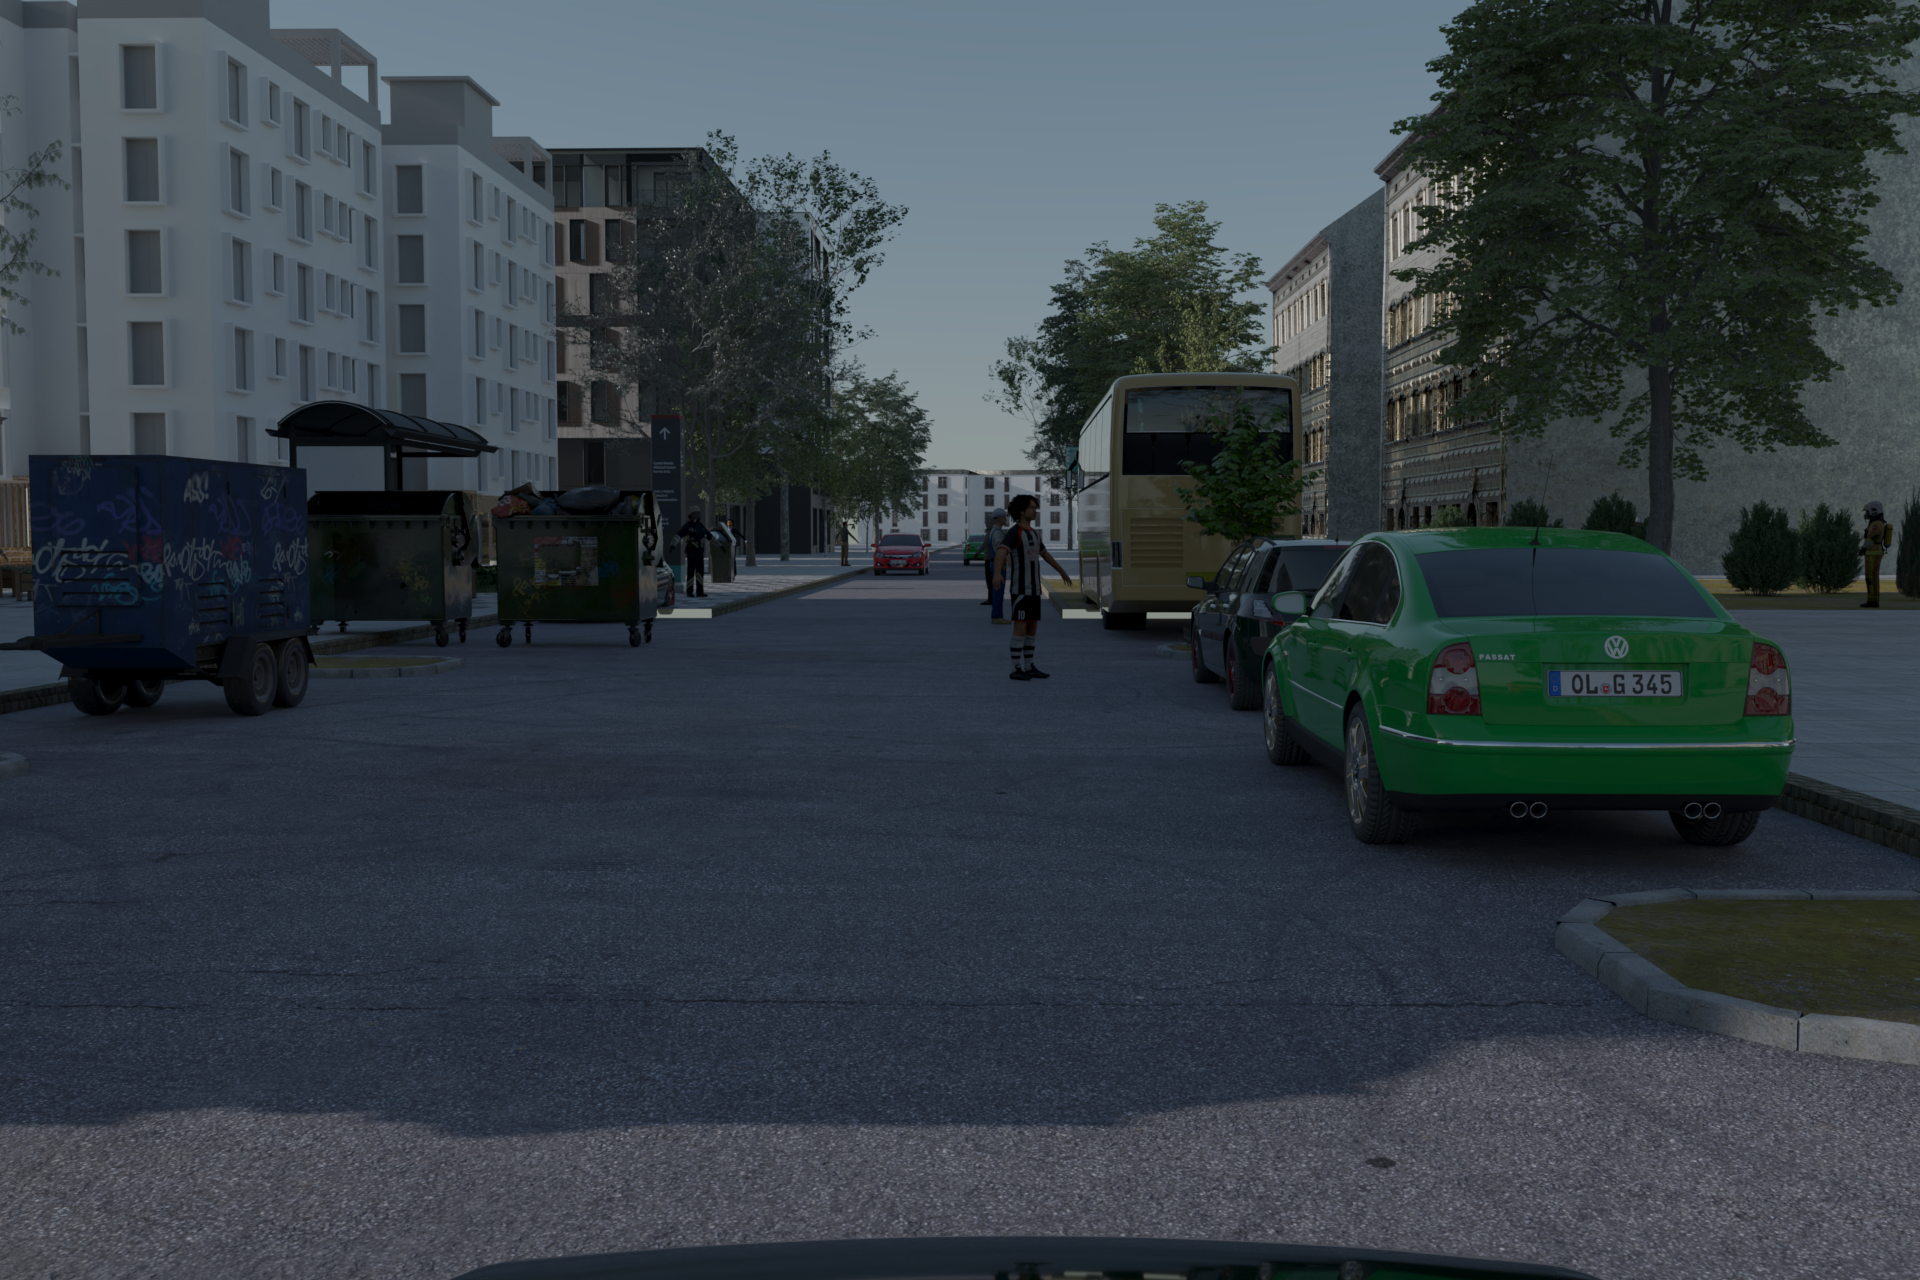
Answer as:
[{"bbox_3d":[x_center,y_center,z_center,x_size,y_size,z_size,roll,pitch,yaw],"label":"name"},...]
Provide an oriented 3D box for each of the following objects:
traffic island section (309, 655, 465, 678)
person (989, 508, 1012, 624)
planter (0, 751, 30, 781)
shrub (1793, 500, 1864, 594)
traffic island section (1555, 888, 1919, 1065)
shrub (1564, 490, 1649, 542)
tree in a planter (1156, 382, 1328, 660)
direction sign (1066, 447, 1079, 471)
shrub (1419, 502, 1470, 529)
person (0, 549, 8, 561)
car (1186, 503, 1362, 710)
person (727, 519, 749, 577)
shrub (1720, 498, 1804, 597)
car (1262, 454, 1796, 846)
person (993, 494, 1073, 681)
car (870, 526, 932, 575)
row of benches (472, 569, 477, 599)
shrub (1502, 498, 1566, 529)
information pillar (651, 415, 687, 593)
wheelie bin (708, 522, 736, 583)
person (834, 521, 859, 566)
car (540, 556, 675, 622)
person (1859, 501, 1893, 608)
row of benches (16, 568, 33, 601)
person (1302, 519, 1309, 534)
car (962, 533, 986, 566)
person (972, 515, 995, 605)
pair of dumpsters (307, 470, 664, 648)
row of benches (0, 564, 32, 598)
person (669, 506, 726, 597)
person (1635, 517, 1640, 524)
[{"bbox_3d":[-6.336,0.285,18.205,1.991,0.108,1.994,0,4,2],"label":"traffic island section"},{"bbox_3d":[0.647,-1.181,27.617,0.705,1.847,1.347,0,4,-7],"label":"person"},{"bbox_3d":[-6.567,0.688,9.894,1.991,0.319,1.994,0,4,1],"label":"planter"},{"bbox_3d":[18.709,-2.023,37.488,1.690,2.028,1.600,0,3,0],"label":"shrub"},{"bbox_3d":[3.044,1.057,5.593,1.991,0.108,1.994,0,4,1],"label":"traffic island section"},{"bbox_3d":[11.659,-1.653,31.061,1.661,2.075,1.752,0,3,0],"label":"shrub"},{"bbox_3d":[3.353,-1.419,20.426,1.991,3.239,1.994,0,4,1],"label":"tree in a planter"},{"bbox_3d":[4.159,-3.558,46.937,2.525,3.948,1.411,0,4,1],"label":"direction sign"},{"bbox_3d":[11.562,-2.227,40.831,1.690,2.028,1.600,0,3,0],"label":"shrub"},{"bbox_3d":[-13.097,-0.969,22.598,1.215,1.744,0.721,-3,5,-43],"label":"person"},{"bbox_3d":[3.080,-0.346,15.439,2.009,1.686,4.222,0,4,1],"label":"car"},{"bbox_3d":[-6.954,-2.785,52.256,1.216,1.740,0.721,0,4,7],"label":"person"},{"bbox_3d":[16.595,-1.919,35.802,1.690,2.028,1.600,0,3,0],"label":"shrub"},{"bbox_3d":[2.759,-0.034,9.351,1.959,1.807,4.718,0,4,2],"label":"car"},{"bbox_3d":[0.667,-0.518,17.078,0.704,1.843,1.345,2,4,35],"label":"person"},{"bbox_3d":[-2.055,-3.194,61.266,2.155,1.783,4.494,0,4,2],"label":"car"},{"bbox_3d":[-11.701,-1.148,34.240,4.104,0.672,1.422,-1,4,-14],"label":"row of benches"},{"bbox_3d":[11.660,-1.934,35.668,1.661,2.075,1.752,0,3,0],"label":"shrub"},{"bbox_3d":[-6.379,-2.969,37.915,0.750,3.857,0.750,0,4,1],"label":"information pillar"},{"bbox_3d":[-6.275,-2.303,45.560,0.693,1.594,0.980,0,4,2],"label":"wheelie bin"},{"bbox_3d":[-4.606,-3.867,69.497,1.348,1.796,0.705,3,5,42],"label":"person"},{"bbox_3d":[-6.024,-1.208,29.536,2.009,1.686,4.222,0,4,2],"label":"car"},{"bbox_3d":[15.912,-1.497,30.239,0.705,1.858,1.354,2,4,34],"label":"person"},{"bbox_3d":[-15.983,-1.108,33.584,4.104,0.672,1.422,-1,4,-9],"label":"row of benches"},{"bbox_3d":[9.928,-2.723,50.740,0.704,1.802,1.346,-1,4,-22],"label":"person"},{"bbox_3d":[1.065,-4.354,79.984,1.959,1.807,4.718,0,4,1],"label":"car"},{"bbox_3d":[0.607,-1.618,35.045,0.705,1.813,1.348,1,4,23],"label":"person"},{"bbox_3d":[-6.133,-1.060,22.289,4.436,2.255,1.574,0,4,2],"label":"pair of dumpsters"},{"bbox_3d":[-19.457,-1.246,35.831,1.422,0.672,4.104,0,4,6],"label":"row of benches"},{"bbox_3d":[-5.386,-1.806,35.313,1.354,1.856,0.705,-3,5,-43],"label":"person"},{"bbox_3d":[19.297,-2.648,49.753,1.216,1.772,0.721,-3,4,-36],"label":"person"}]
